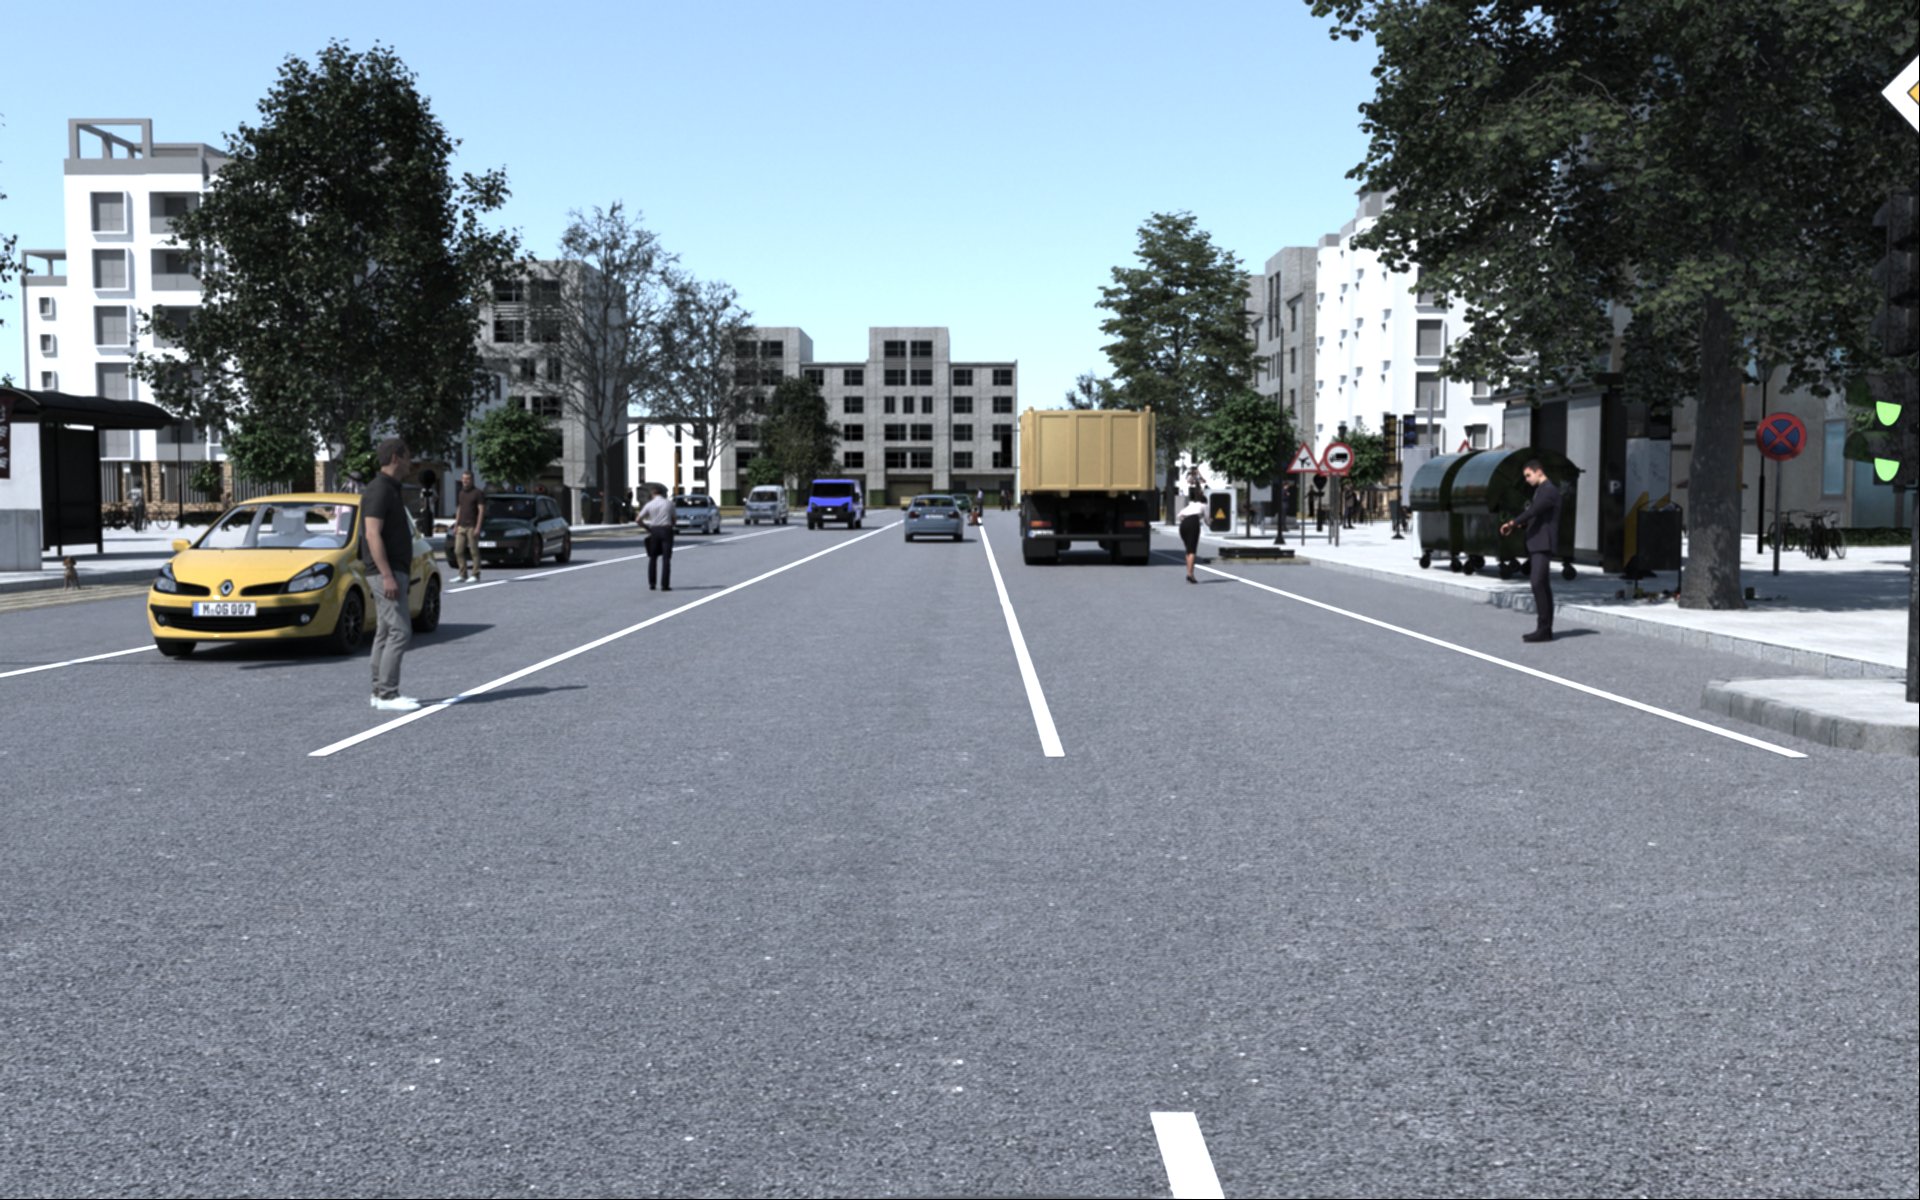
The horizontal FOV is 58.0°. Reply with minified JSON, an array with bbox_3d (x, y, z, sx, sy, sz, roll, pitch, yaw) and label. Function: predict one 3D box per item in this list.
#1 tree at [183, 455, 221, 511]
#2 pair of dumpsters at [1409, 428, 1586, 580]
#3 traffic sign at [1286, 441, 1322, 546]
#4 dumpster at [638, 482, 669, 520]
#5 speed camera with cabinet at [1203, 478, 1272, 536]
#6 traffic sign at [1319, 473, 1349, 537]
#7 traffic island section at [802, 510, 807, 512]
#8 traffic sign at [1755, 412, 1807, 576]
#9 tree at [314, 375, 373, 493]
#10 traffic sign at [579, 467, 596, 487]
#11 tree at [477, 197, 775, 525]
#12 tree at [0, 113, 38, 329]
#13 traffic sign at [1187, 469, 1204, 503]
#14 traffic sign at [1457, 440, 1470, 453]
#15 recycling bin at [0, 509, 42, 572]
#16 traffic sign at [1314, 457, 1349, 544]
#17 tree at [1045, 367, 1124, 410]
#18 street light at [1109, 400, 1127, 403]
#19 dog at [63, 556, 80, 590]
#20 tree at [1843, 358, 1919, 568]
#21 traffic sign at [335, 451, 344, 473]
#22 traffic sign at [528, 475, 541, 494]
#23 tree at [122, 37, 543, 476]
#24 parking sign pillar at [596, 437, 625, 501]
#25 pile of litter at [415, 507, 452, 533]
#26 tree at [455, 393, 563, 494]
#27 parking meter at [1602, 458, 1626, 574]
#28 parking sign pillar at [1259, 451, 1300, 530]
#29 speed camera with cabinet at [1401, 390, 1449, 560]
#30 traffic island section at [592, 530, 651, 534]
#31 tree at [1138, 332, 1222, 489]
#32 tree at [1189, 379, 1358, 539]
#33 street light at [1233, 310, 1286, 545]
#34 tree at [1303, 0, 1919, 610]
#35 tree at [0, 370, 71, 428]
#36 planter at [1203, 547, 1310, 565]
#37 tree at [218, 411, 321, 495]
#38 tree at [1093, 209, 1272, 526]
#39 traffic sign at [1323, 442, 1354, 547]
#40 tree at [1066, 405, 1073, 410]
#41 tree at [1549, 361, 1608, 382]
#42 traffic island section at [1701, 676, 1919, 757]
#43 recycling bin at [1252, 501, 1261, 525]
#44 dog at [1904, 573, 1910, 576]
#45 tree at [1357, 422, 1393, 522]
[{"bbox_3d":[-37.231,-5.550,85.347,1.663,3.219,1.824,0,3,0],"label":"tree"},{"bbox_3d":[8.525,-1.542,27.704,1.574,2.255,4.437,0,4,0],"label":"pair of dumpsters"},{"bbox_3d":[8.488,-2.617,42.796,0.884,2.594,0.081,0,4,3],"label":"traffic sign"},{"bbox_3d":[-15.128,-4.867,85.338,1.264,1.857,1.865,0,4,0],"label":"dumpster"},{"bbox_3d":[8.570,-3.619,53.506,2.038,3.252,0.660,0,4,0],"label":"speed camera with cabinet"},{"bbox_3d":[11.225,-3.179,51.982,0.884,2.594,0.081,1,4,9],"label":"traffic sign"},{"bbox_3d":[-11.744,-7.225,140.997,1.991,0.108,1.994,0,4,0],"label":"traffic island section"},{"bbox_3d":[12.793,-1.649,27.074,0.768,2.556,0.104,0,4,7],"label":"traffic sign"},{"bbox_3d":[-23.080,-6.920,63.500,4.360,8.622,3.978,0,3,0],"label":"tree"},{"bbox_3d":[-17.925,-5.097,83.339,0.884,2.594,0.081,1,4,10],"label":"traffic sign"},{"bbox_3d":[-14.811,-9.899,72.225,12.009,13.543,11.850,0,3,0],"label":"tree"},{"bbox_3d":[-15.860,-4.552,24.789,4.360,8.622,3.978,0,3,0],"label":"tree"},{"bbox_3d":[11.444,-5.136,83.970,0.884,2.594,0.081,0,4,7],"label":"traffic sign"},{"bbox_3d":[12.055,-2.533,41.414,0.884,2.594,0.081,0,4,2],"label":"traffic sign"},{"bbox_3d":[-15.723,-0.991,28.757,0.722,1.027,0.722,-3,5,-40],"label":"recycling bin"},{"bbox_3d":[9.521,-2.720,44.480,0.884,2.594,0.081,1,4,9],"label":"traffic sign"},{"bbox_3d":[9.190,-11.826,127.767,8.767,10.594,7.601,0,4,3],"label":"tree"},{"bbox_3d":[7.851,-6.889,85.183,1.470,5.913,1.316,0,4,0],"label":"street light"},{"bbox_3d":[-13.306,-0.406,25.926,0.540,0.507,0.406,2,4,27],"label":"dog"},{"bbox_3d":[17.289,-2.827,29.941,4.285,4.588,4.351,0,3,0],"label":"tree"},{"bbox_3d":[-17.839,-3.078,50.427,0.768,2.556,0.104,0,4,5],"label":"traffic sign"},{"bbox_3d":[-14.894,-3.682,60.313,0.768,2.556,0.104,0,4,2],"label":"traffic sign"},{"bbox_3d":[-15.476,-7.754,43.789,9.611,12.733,9.660,0,3,0],"label":"tree"},{"bbox_3d":[-16.606,-5.739,82.297,1.447,3.967,1.447,-1,4,-8],"label":"parking sign pillar"},{"bbox_3d":[-17.348,-2.641,57.151,1.176,0.858,1.719,2,4,28],"label":"pile of litter"},{"bbox_3d":[-14.661,-4.452,56.503,4.285,4.588,4.351,0,3,0],"label":"tree"},{"bbox_3d":[10.633,-1.367,28.062,0.399,1.863,0.255,3,5,39],"label":"parking meter"},{"bbox_3d":[11.533,-4.518,62.344,1.447,3.967,1.447,-2,4,-34],"label":"parking sign pillar"},{"bbox_3d":[9.096,-2.412,33.772,0.660,3.252,2.038,2,4,26],"label":"speed camera with cabinet"},{"bbox_3d":[-12.228,-2.467,63.200,1.991,0.108,1.994,0,4,0],"label":"traffic island section"},{"bbox_3d":[9.488,-7.756,77.178,4.360,8.622,3.978,0,3,0],"label":"tree"},{"bbox_3d":[8.359,-4.031,49.626,4.285,4.588,4.351,0,3,0],"label":"tree"},{"bbox_3d":[7.590,-4.363,43.878,1.470,5.913,1.316,0,4,0],"label":"street light"},{"bbox_3d":[8.532,-6.879,19.126,9.857,13.997,8.962,0,3,0],"label":"tree"},{"bbox_3d":[-25.255,-3.818,46.139,4.285,4.588,4.351,0,3,0],"label":"tree"},{"bbox_3d":[6.096,-0.906,35.951,1.991,0.319,1.994,0,4,0],"label":"planter"},{"bbox_3d":[-22.947,-4.529,57.757,4.285,4.588,4.351,0,3,0],"label":"tree"},{"bbox_3d":[8.863,-9.266,69.628,7.486,12.596,7.792,0,3,0],"label":"tree"},{"bbox_3d":[9.197,-2.573,42.173,0.768,2.556,0.104,0,4,1],"label":"traffic sign"},{"bbox_3d":[9.404,-11.562,139.397,4.360,8.622,3.978,0,3,0],"label":"tree"},{"bbox_3d":[15.601,-3.599,42.558,4.285,4.588,4.351,0,3,0],"label":"tree"},{"bbox_3d":[5.942,0.709,10.688,2.009,0.180,2.903,0,4,0],"label":"traffic island section"},{"bbox_3d":[12.818,-3.718,73.349,0.722,1.027,0.722,-1,4,-11],"label":"recycling bin"},{"bbox_3d":[15.056,-0.581,27.241,0.748,0.427,0.550,0,4,-5],"label":"dog"},{"bbox_3d":[18.136,-5.810,78.712,4.285,4.588,4.351,0,3,0],"label":"tree"}]
